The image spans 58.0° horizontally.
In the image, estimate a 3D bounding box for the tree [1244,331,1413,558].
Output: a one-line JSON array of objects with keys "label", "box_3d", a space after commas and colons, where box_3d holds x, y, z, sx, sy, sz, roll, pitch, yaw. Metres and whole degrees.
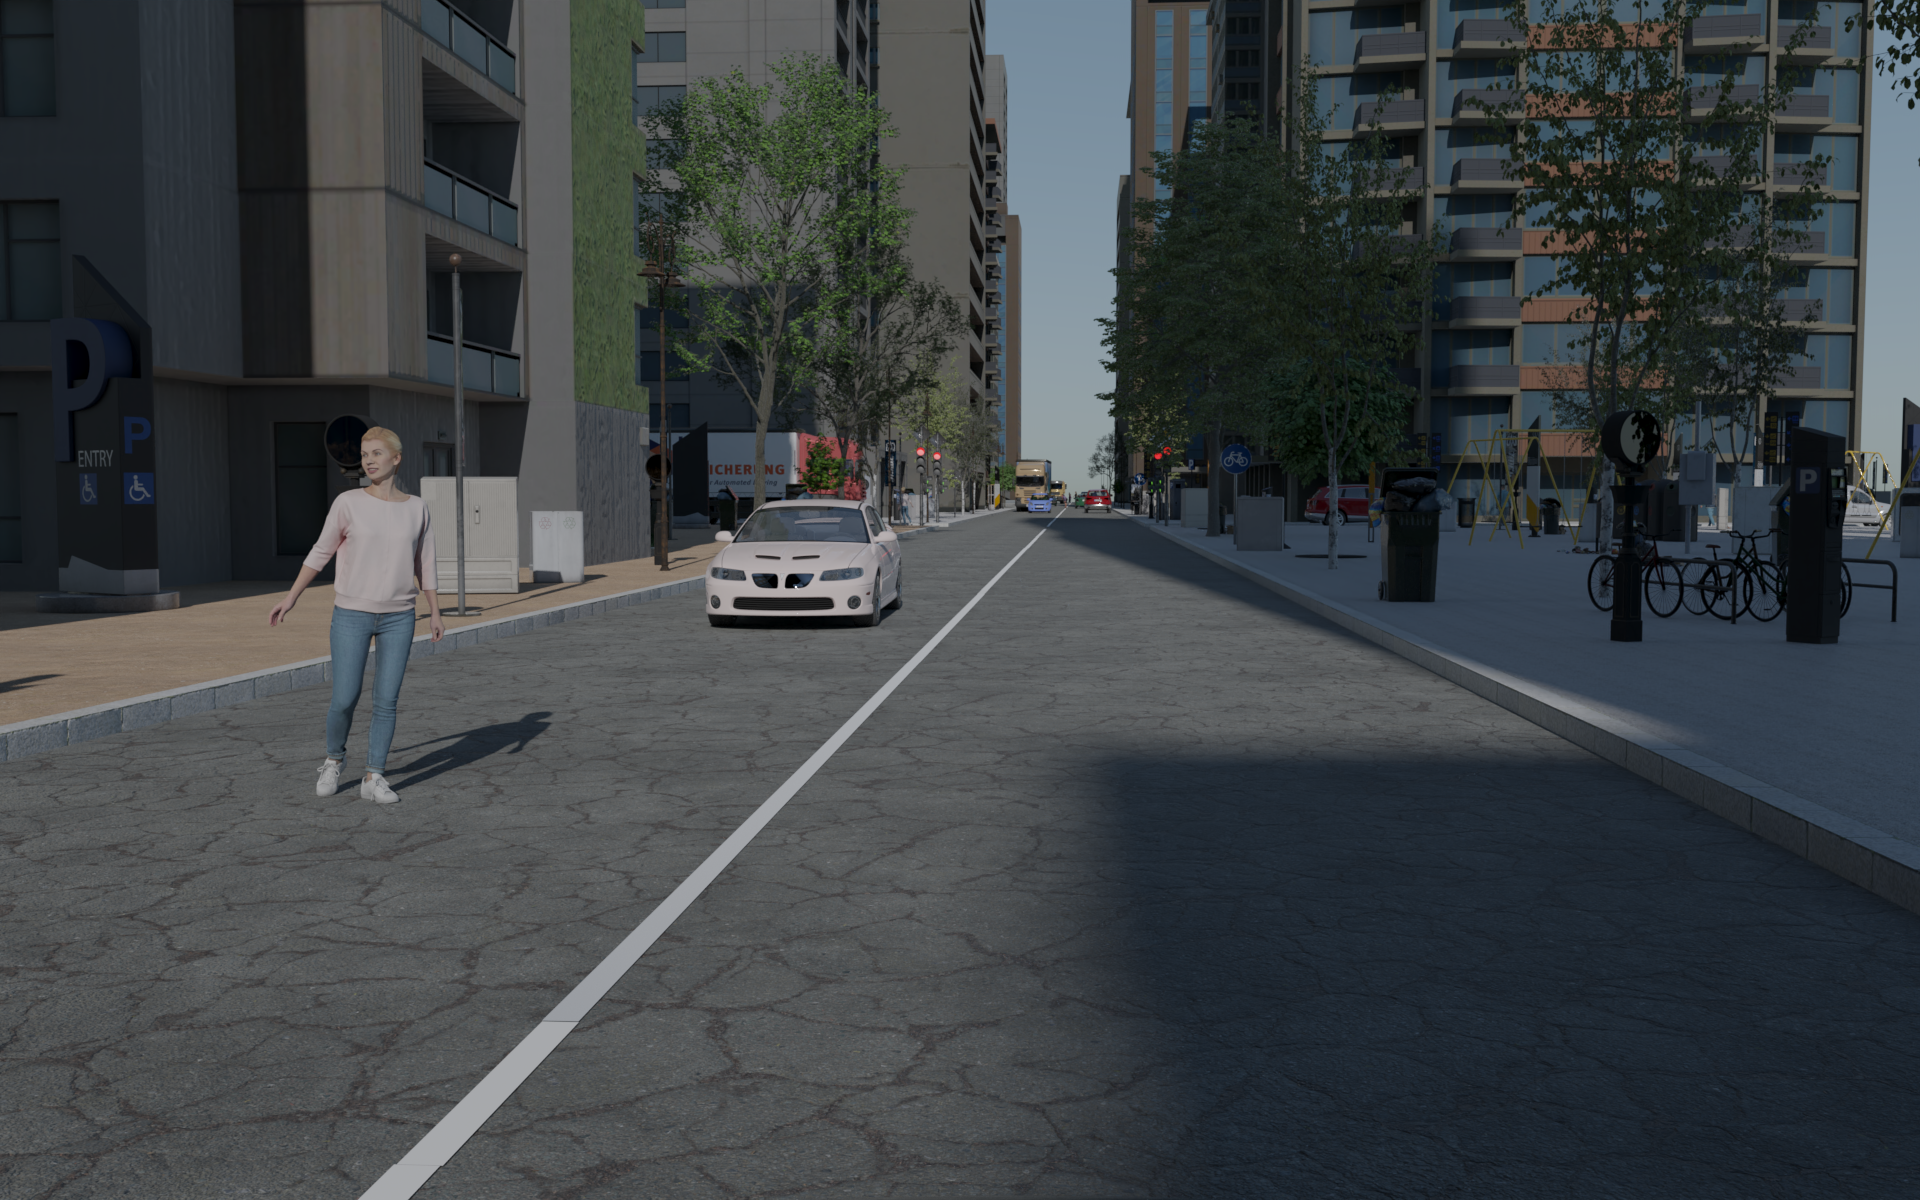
[{"label": "tree", "box_3d": [7.454, -3.142, 35.080, 4.285, 4.588, 4.351, 0, 3, 0]}]

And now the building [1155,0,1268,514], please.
[{"label": "building", "box_3d": [29.242, -25.783, 113.430, 32.217, 40.220, 23.993, 0, 4, 4]}]

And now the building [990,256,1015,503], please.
[{"label": "building", "box_3d": [-7.112, -34.183, 250.769, 32.217, 40.220, 23.993, 0, 4, 4]}]

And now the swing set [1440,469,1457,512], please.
[{"label": "swing set", "box_3d": [15.166, -3.127, 48.746, 2.862, 2.851, 3.119, -1, 4, -19]}]

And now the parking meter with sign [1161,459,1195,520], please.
[{"label": "parking meter with sign", "box_3d": [10.756, -5.479, 85.847, 1.738, 3.016, 0.543, -1, 4, -22]}]

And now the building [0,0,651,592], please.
[{"label": "building", "box_3d": [-13.755, -21.039, 27.583, 14.154, 41.232, 14.086, 0, 4, 4]}]

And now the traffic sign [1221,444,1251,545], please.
[{"label": "traffic sign", "box_3d": [6.984, -2.679, 43.907, 0.768, 2.556, 0.104, 0, 4, 8]}]

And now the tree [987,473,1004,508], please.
[{"label": "tree", "box_3d": [3.288, -10.223, 161.750, 1.663, 3.219, 1.824, 0, 3, 0]}]

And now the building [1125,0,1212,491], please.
[{"label": "building", "box_3d": [20.946, -30.021, 140.955, 14.600, 45.320, 14.200, 0, 4, 4]}]

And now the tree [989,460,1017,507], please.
[{"label": "tree", "box_3d": [4.406, -11.215, 167.081, 4.285, 4.588, 4.351, 0, 3, 0]}]

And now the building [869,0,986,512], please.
[{"label": "building", "box_3d": [-9.276, -31.032, 131.070, 21.300, 48.544, 21.600, 0, 4, 4]}]

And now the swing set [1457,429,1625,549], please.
[{"label": "swing set", "box_3d": [14.220, -2.715, 42.005, 3.119, 2.851, 2.862, -1, 4, -9]}]

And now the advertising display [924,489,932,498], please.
[{"label": "advertising display", "box_3d": [-2.113, -6.683, 114.487, 0.123, 1.923, 0.974, 2, 4, 28]}]

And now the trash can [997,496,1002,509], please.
[{"label": "trash can", "box_3d": [3.338, -8.482, 150.330, 0.748, 1.137, 0.748, 0, 3, 0]}]

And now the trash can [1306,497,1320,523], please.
[{"label": "trash can", "box_3d": [15.616, -3.948, 76.195, 0.748, 1.137, 0.748, 0, 3, 0]}]

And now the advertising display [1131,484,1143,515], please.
[{"label": "advertising display", "box_3d": [10.961, -6.249, 107.384, 0.123, 1.923, 0.974, -3, 4, -37]}]

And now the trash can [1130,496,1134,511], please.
[{"label": "trash can", "box_3d": [13.297, -7.362, 132.018, 0.748, 1.137, 0.748, 0, 3, 0]}]

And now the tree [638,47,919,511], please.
[{"label": "tree", "box_3d": [-4.594, -7.030, 40.694, 9.928, 11.665, 9.643, 0, 3, 0]}]

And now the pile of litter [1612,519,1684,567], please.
[{"label": "pile of litter", "box_3d": [12.351, -1.062, 31.329, 1.176, 0.858, 1.719, 0, 4, -6]}]

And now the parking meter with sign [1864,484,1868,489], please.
[{"label": "parking meter with sign", "box_3d": [68.498, -8.270, 131.471, 0.543, 3.016, 1.738, -3, 4, -37]}]

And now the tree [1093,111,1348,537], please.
[{"label": "tree", "box_3d": [8.052, -8.177, 51.828, 7.486, 12.596, 7.792, 0, 3, 0]}]

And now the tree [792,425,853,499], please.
[{"label": "tree", "box_3d": [-4.048, -3.327, 49.003, 1.663, 3.219, 1.824, 0, 3, 0]}]

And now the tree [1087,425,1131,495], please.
[{"label": "tree", "box_3d": [20.616, -18.397, 235.196, 7.601, 10.594, 8.767, 1, 4, 17]}]

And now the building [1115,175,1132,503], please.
[{"label": "building", "box_3d": [33.287, -38.217, 248.556, 21.300, 48.544, 21.600, 0, 4, 4]}]

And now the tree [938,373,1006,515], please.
[{"label": "tree", "box_3d": [0.266, -9.445, 104.784, 4.360, 8.622, 3.978, 0, 3, 0]}]

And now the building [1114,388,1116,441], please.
[{"label": "building", "box_3d": [38.605, -26.280, 274.708, 27.650, 21.520, 28.899, 0, 4, 4]}]

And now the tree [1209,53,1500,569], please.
[{"label": "tree", "box_3d": [6.308, -4.816, 29.107, 4.737, 8.622, 4.395, 0, 3, 0]}]

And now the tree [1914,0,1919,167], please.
[{"label": "tree", "box_3d": [8.331, -3.755, 11.755, 4.737, 8.622, 4.395, 0, 3, 0]}]

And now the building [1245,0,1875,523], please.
[{"label": "building", "box_3d": [28.206, -26.387, 86.053, 28.867, 44.769, 22.147, 0, 4, 4]}]

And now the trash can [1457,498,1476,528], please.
[{"label": "trash can", "box_3d": [19.207, -3.304, 65.679, 0.748, 1.137, 0.748, 0, 3, 0]}]

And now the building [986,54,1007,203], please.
[{"label": "building", "box_3d": [-0.351, -51.959, 287.773, 20.563, 71.187, 20.611, 0, 4, 4]}]

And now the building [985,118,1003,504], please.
[{"label": "building", "box_3d": [-6.521, -33.279, 198.735, 22.147, 44.769, 28.867, 0, 4, 4]}]

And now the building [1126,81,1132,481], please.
[{"label": "building", "box_3d": [34.796, -37.978, 210.174, 28.713, 52.752, 27.495, 0, 4, 4]}]

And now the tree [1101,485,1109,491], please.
[{"label": "tree", "box_3d": [25.412, -19.168, 308.002, 1.663, 3.219, 1.824, 0, 3, 0]}]

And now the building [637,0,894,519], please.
[{"label": "building", "box_3d": [-13.646, -40.355, 98.048, 20.563, 71.187, 20.611, 0, 4, 4]}]

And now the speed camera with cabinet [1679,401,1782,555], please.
[{"label": "speed camera with cabinet", "box_3d": [16.440, -2.601, 36.858, 2.038, 3.252, 0.660, 2, 4, 29]}]

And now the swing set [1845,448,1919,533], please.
[{"label": "swing set", "box_3d": [33.270, -4.048, 63.798, 3.119, 2.851, 2.862, -3, 5, -43]}]

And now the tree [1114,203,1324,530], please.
[{"label": "tree", "box_3d": [9.190, -8.351, 62.287, 9.928, 11.665, 9.643, 0, 3, 0]}]

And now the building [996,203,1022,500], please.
[{"label": "building", "box_3d": [2.425, -37.893, 269.663, 14.600, 45.320, 14.200, 0, 4, 4]}]

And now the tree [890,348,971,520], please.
[{"label": "tree", "box_3d": [-1.272, -8.323, 86.448, 4.737, 8.622, 4.395, 0, 3, 0]}]

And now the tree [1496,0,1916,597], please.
[{"label": "tree", "box_3d": [8.267, -4.338, 21.292, 4.737, 8.622, 4.395, 0, 3, 0]}]

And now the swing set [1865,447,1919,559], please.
[{"label": "swing set", "box_3d": [18.779, -2.093, 31.839, 3.119, 2.851, 2.862, -2, 4, -32]}]

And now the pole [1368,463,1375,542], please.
[{"label": "pole", "box_3d": [10.910, -3.182, 45.863, 0.158, 3.312, 0.155, 0, 3, 0]}]

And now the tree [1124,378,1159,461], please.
[{"label": "tree", "box_3d": [11.340, -9.014, 97.748, 4.737, 8.622, 4.395, 0, 3, 0]}]

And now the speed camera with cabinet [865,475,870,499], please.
[{"label": "speed camera with cabinet", "box_3d": [-5.292, -5.367, 82.090, 2.038, 3.252, 0.660, -2, 4, -25]}]

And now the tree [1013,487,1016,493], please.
[{"label": "tree", "box_3d": [6.768, -12.690, 202.088, 1.663, 3.219, 1.824, 0, 3, 0]}]

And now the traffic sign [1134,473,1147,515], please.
[{"label": "traffic sign", "box_3d": [10.830, -6.358, 104.058, 0.768, 2.556, 0.104, 0, 4, 4]}]

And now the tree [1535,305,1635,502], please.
[{"label": "tree", "box_3d": [23.965, -7.021, 65.156, 4.360, 8.622, 3.978, 0, 3, 0]}]

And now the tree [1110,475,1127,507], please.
[{"label": "tree", "box_3d": [18.046, -12.282, 195.414, 1.663, 3.219, 1.824, 0, 3, 0]}]

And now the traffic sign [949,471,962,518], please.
[{"label": "traffic sign", "box_3d": [-0.278, -5.783, 94.661, 0.768, 2.556, 0.104, 0, 4, 5]}]

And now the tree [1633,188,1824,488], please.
[{"label": "tree", "box_3d": [19.034, -5.631, 42.424, 4.360, 8.622, 3.978, 0, 3, 0]}]

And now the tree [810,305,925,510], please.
[{"label": "tree", "box_3d": [-3.524, -7.107, 66.563, 4.360, 8.622, 3.978, 0, 3, 0]}]

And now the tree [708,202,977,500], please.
[{"label": "tree", "box_3d": [-3.886, -7.416, 55.666, 8.767, 10.594, 7.601, -1, 4, -9]}]
